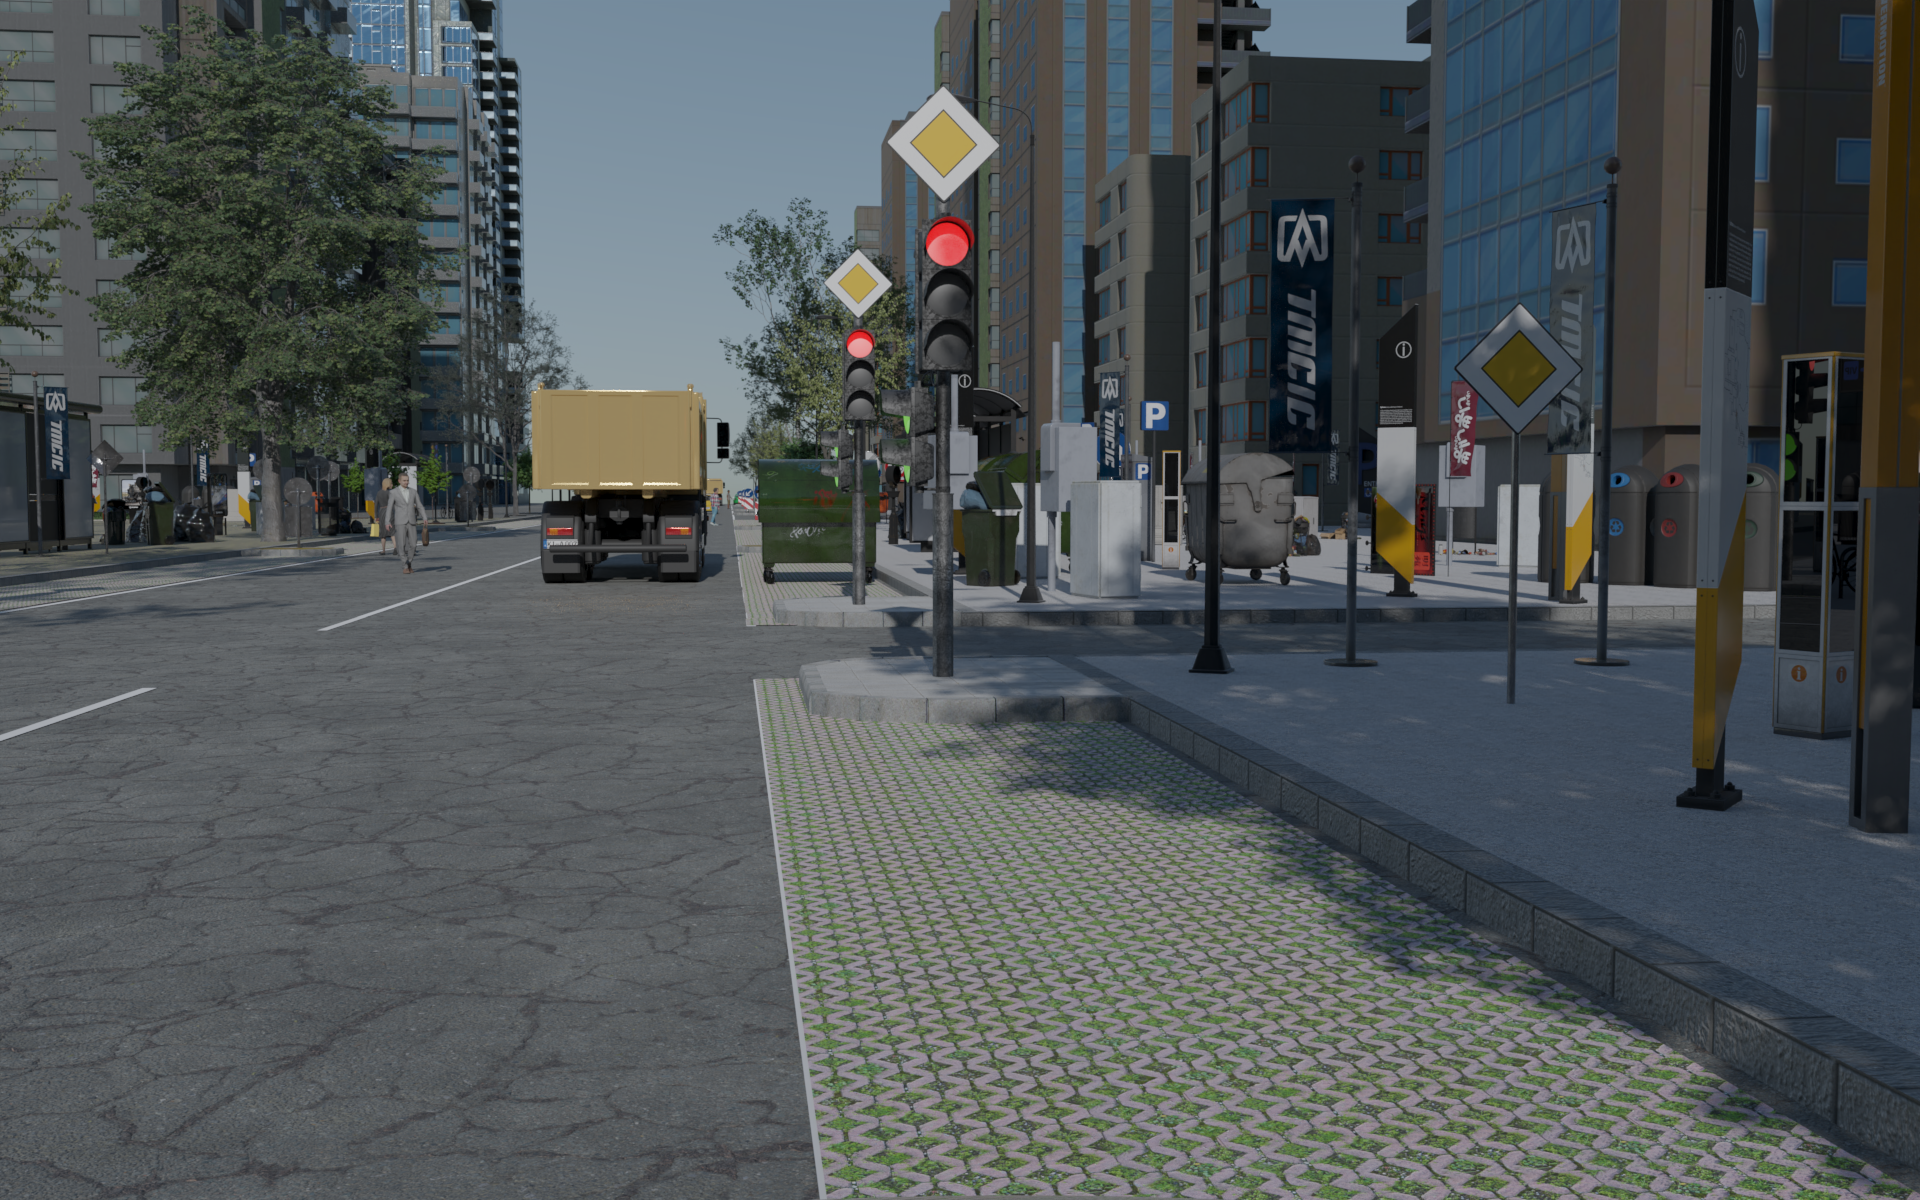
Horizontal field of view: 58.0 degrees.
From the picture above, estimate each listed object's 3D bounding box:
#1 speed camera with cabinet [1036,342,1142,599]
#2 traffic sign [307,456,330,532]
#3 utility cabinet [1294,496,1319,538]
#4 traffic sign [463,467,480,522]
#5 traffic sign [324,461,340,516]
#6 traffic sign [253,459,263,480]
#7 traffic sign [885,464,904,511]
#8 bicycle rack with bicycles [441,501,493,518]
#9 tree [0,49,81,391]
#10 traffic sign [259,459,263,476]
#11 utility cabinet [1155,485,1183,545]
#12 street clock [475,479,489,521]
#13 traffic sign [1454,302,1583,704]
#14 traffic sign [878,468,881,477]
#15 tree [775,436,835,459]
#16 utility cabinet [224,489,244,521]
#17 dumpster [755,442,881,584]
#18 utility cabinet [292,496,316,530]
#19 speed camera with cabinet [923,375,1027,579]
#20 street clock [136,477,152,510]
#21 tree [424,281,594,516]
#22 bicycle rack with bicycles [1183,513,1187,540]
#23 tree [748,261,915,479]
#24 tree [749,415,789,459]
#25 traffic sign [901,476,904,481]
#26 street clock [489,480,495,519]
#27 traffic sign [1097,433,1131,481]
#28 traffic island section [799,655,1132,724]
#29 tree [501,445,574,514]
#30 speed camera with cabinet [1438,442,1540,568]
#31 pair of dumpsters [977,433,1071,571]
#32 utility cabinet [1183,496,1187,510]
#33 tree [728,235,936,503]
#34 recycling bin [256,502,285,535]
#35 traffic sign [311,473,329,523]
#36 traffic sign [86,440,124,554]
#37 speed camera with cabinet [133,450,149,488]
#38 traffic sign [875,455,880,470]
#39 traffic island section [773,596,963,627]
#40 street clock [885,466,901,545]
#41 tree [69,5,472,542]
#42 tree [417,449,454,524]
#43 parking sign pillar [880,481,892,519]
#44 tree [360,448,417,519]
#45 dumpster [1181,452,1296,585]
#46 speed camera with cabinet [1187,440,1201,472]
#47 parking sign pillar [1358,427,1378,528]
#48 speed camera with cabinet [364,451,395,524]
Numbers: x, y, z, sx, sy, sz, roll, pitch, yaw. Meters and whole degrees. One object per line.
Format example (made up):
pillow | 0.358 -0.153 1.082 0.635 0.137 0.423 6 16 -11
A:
speed camera with cabinet | 1.646 -1.693 22.019 0.660 3.252 2.038 -1 4 -19
traffic sign | -21.281 -3.508 57.457 0.768 2.556 0.104 0 4 0
utility cabinet | 9.372 -2.184 46.871 0.306 1.237 1.020 2 4 34
traffic sign | -22.577 -4.892 80.090 0.768 2.556 0.104 0 4 -4
traffic sign | -24.331 -4.083 66.857 0.768 2.556 0.104 0 4 -7
traffic sign | -25.368 -3.851 63.078 0.768 2.556 0.104 0 4 0
traffic sign | -2.087 -3.472 56.880 0.768 2.556 0.104 0 4 1
bicycle rack with bicycles | -25.924 -4.778 91.505 2.852 0.926 2.925 -2 4 -32
tree | -16.036 -4.684 26.947 4.737 8.622 4.395 0 3 0
traffic sign | -23.456 -3.594 58.871 0.768 2.556 0.104 0 4 1
utility cabinet | 4.994 -2.132 43.534 1.173 1.500 0.318 1 4 14
street clock | -23.044 -4.807 83.166 0.358 2.002 0.471 2 4 30
traffic sign | 3.372 -0.572 10.538 0.795 2.450 0.064 0 4 -4
traffic sign | -3.700 -4.456 72.966 0.768 2.556 0.104 0 4 2
tree | -7.848 -6.420 88.682 4.285 4.588 4.351 0 3 0
utility cabinet | -33.429 -4.370 80.124 1.173 1.500 0.318 -1 4 -14
dumpster | -2.288 -1.401 27.853 1.985 2.255 1.502 0 4 -7
utility cabinet | -23.500 -3.111 62.019 0.306 1.237 1.020 1 4 14
speed camera with cabinet | 0.488 -1.942 26.092 2.038 3.252 0.660 -1 4 -22
street clock | -33.975 -4.123 71.978 0.358 2.002 0.471 1 4 17
tree | -26.086 -11.645 100.767 12.009 13.543 11.850 0 3 0
bicycle rack with bicycles | 5.760 -2.102 47.748 2.852 0.926 2.925 -1 4 -22
tree | -3.505 -6.328 53.829 4.737 8.622 4.395 0 3 0
tree | -16.919 -12.591 156.229 4.360 8.622 3.978 0 3 0
traffic sign | -2.653 -4.442 72.629 0.884 2.594 0.081 0 3 0
street clock | -24.221 -5.181 89.275 0.471 2.002 0.358 -2 4 -26
traffic sign | 3.041 -2.124 34.839 0.768 2.556 0.104 0 4 -5
traffic island section | -0.097 0.616 12.205 2.009 0.180 2.903 0 4 -8
tree | -28.175 -7.941 113.556 4.285 4.588 4.351 0 3 0
speed camera with cabinet | 9.567 -2.222 30.659 2.038 3.252 0.660 2 4 34
pair of dumpsters | 1.042 -1.661 29.644 1.574 2.255 4.437 0 4 -8
utility cabinet | 7.845 -2.989 60.033 0.306 1.237 1.020 2 4 30
tree | -4.218 -7.887 63.371 8.767 10.594 7.601 1 4 14
recycling bin | -21.637 -2.556 54.350 0.722 1.027 0.722 -2 4 -34
traffic sign | -24.095 -3.975 65.099 0.768 2.556 0.104 0 4 2
traffic sign | -18.188 -2.182 36.866 0.795 2.450 0.064 0 4 0
speed camera with cabinet | -36.693 -5.095 77.641 0.660 3.252 2.038 -1 4 -21
traffic sign | -2.750 -3.135 51.364 0.768 2.556 0.104 0 4 -1
traffic island section | -1.151 0.132 20.121 2.009 0.180 2.903 0 4 -8
street clock | -1.692 -2.411 43.991 0.358 2.002 0.471 2 4 25
tree | -18.466 -8.553 46.492 9.857 13.997 8.962 0 3 0
tree | -22.456 -4.864 74.134 1.663 3.219 1.824 0 3 0
parking sign pillar | -3.505 -6.148 88.990 1.447 3.967 1.447 0 4 5
tree | -21.692 -4.348 65.694 1.663 3.219 1.824 0 3 0
dumpster | 4.013 -1.173 24.941 1.264 1.857 1.865 0 4 -7
speed camera with cabinet | 9.491 -4.280 64.320 2.038 3.252 0.660 -1 4 -12
parking sign pillar | 15.473 -4.707 65.434 1.447 3.967 1.447 1 4 18
speed camera with cabinet | -20.431 -4.111 61.558 0.660 3.252 2.038 1 4 8
